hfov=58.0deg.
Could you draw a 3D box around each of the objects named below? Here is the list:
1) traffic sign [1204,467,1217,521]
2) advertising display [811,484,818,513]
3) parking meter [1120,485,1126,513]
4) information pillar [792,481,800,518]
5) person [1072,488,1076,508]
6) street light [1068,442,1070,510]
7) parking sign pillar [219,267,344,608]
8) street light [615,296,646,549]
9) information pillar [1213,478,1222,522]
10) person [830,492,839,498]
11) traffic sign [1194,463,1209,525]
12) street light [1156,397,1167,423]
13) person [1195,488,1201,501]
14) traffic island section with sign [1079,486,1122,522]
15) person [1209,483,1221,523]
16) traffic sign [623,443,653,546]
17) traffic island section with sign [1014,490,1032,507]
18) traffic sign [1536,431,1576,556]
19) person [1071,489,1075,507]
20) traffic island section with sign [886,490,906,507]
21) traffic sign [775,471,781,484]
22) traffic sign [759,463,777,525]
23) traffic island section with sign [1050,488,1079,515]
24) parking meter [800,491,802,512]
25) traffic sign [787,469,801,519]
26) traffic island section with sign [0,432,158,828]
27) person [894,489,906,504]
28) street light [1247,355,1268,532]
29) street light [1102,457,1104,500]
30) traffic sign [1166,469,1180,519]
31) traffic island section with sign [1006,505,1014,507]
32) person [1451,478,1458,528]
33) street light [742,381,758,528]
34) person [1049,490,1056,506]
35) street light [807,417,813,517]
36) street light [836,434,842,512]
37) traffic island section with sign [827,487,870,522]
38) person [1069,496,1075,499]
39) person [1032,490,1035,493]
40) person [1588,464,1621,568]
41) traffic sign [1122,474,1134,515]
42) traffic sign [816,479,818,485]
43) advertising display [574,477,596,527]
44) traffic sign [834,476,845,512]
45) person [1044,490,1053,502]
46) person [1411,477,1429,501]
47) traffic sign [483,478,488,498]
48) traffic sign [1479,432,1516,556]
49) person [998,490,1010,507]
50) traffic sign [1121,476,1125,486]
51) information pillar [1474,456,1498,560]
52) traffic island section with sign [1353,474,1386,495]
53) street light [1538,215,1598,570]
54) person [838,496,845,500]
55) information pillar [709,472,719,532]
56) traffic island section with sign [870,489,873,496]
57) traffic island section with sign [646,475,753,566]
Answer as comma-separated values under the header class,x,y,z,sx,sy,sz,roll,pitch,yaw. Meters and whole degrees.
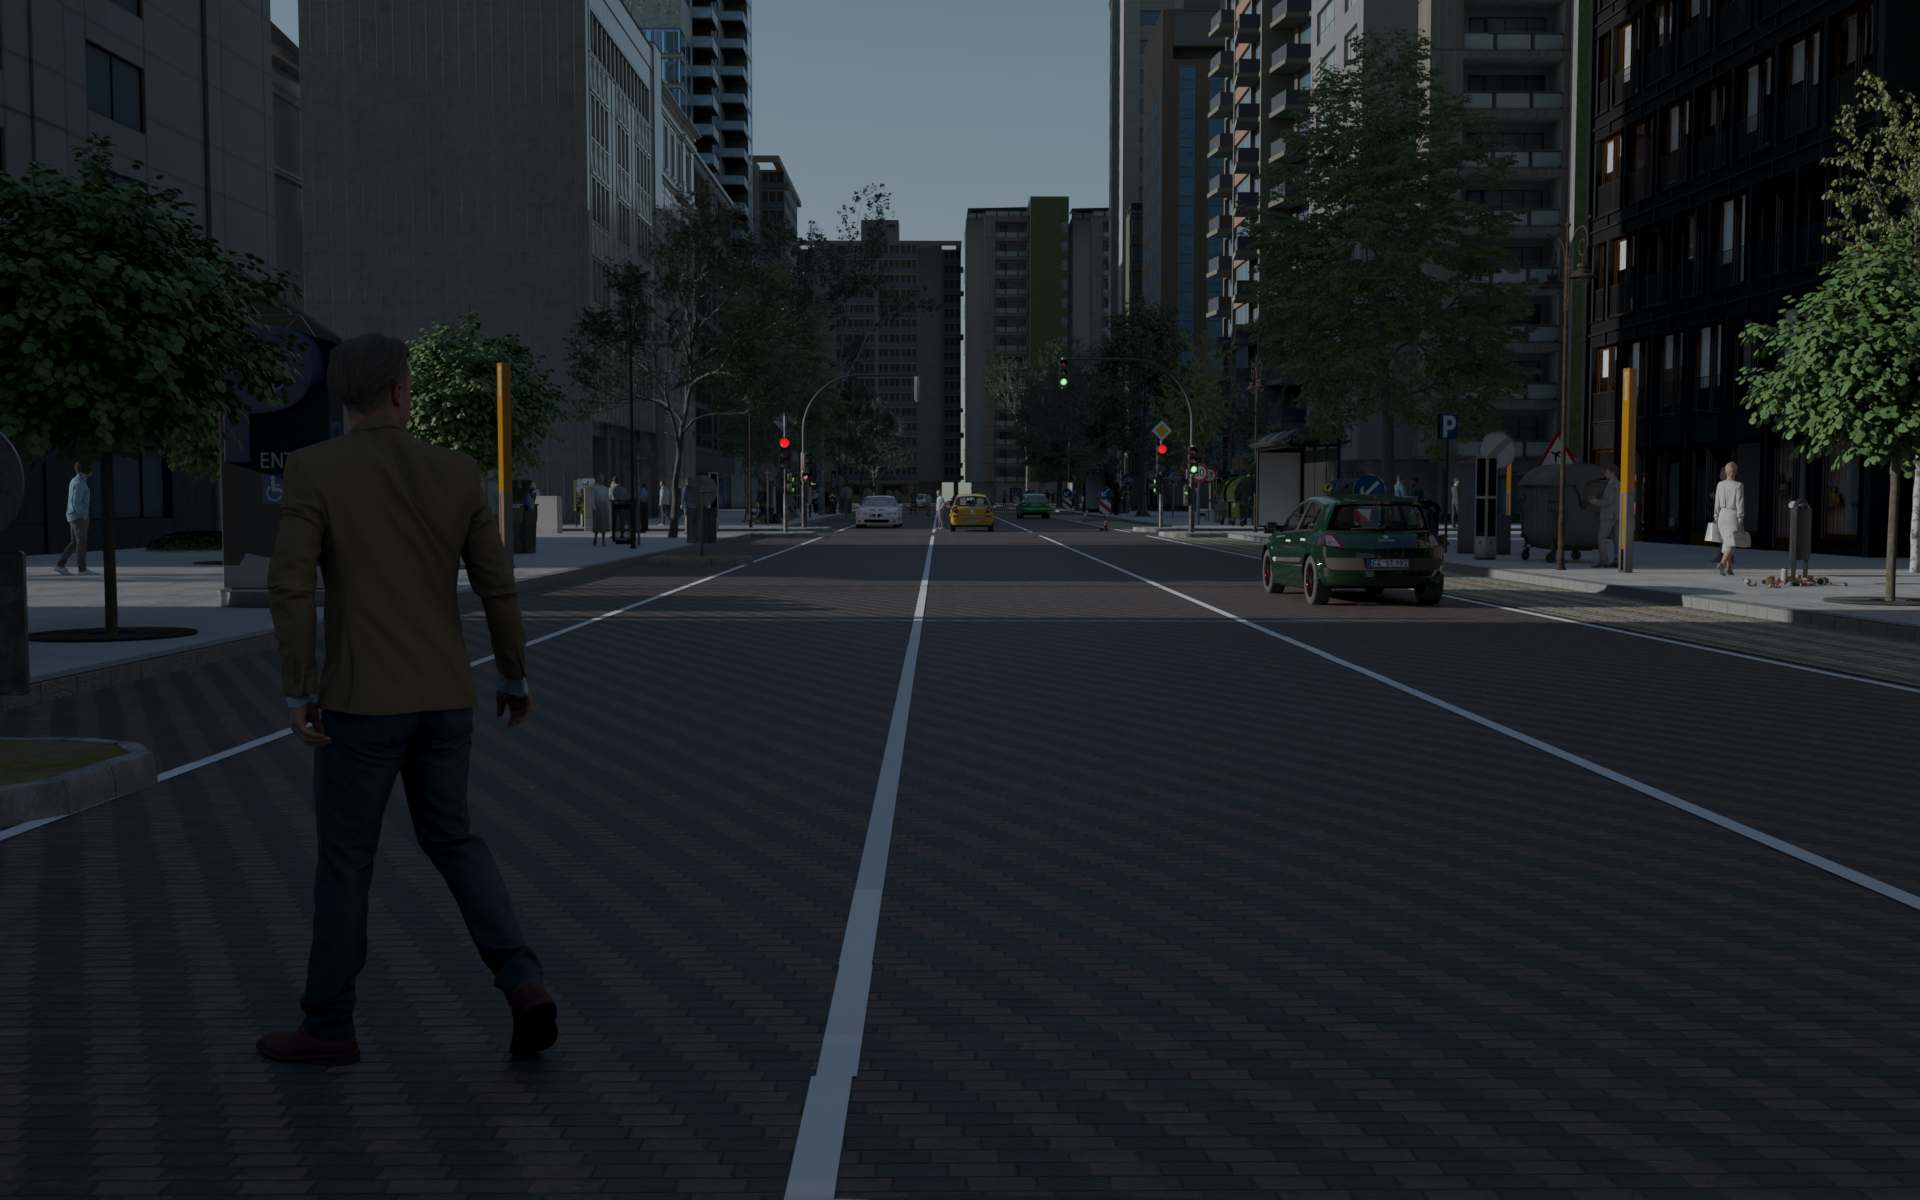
class,x,y,z,sx,sy,sz,roll,pitch,yaw
traffic sign,11.700,-4.974,81.435,0.768,2.556,0.104,0,4,4
advertising display,-9.612,-6.797,116.350,0.974,1.923,0.123,1,4,21
parking meter,10.883,-6.719,115.568,0.399,1.863,0.255,-1,4,-20
information pillar,-8.759,-5.388,92.583,0.304,2.012,0.304,2,4,28
person,10.324,-9.324,158.357,0.709,1.838,0.599,2,4,28
street light,8.866,-10.279,140.848,0.468,5.910,1.993,0,4,-1
parking sign pillar,-7.859,-1.933,20.084,1.447,3.967,1.447,0,4,3
street light,-7.685,-4.145,40.551,0.468,5.910,1.993,0,4,-1
information pillar,11.665,-4.521,78.409,0.304,2.012,0.304,-1,4,-14
person,-16.065,-12.949,220.936,1.217,1.735,0.721,1,4,9
traffic sign,9.973,-4.412,72.243,0.768,2.556,0.104,0,4,7
street light,9.555,-6.689,82.156,0.468,5.910,1.993,0,4,-1
person,19.581,-8.386,143.183,0.705,1.821,1.348,3,4,37
traffic island section with sign,7.419,-5.023,90.746,1.989,1.847,2.006,0,4,-1
person,11.498,-4.342,77.392,0.716,1.782,0.532,0,4,-2
traffic sign,-7.968,-2.616,42.885,0.768,2.556,0.104,0,4,7
traffic island section with sign,6.549,-9.761,168.220,1.989,1.847,2.006,0,4,-1
traffic sign,12.343,-2.193,35.852,0.884,2.594,0.081,0,4,0
person,11.633,-10.520,178.054,1.348,1.823,0.705,3,5,39
traffic island section with sign,-7.077,-11.422,195.372,1.989,1.847,2.006,0,4,-1
traffic sign,-9.508,-5.387,88.184,0.768,2.556,0.104,0,4,8
traffic sign,-7.856,-4.322,70.771,0.768,2.556,0.104,0,4,6
traffic island section with sign,7.122,-6.671,117.699,1.989,1.847,2.006,0,4,-1
parking meter,-11.017,-6.891,121.076,0.372,1.533,0.369,0,3,0
traffic sign,-8.545,-5.422,88.761,0.768,2.556,0.104,0,4,5
traffic island section with sign,-4.964,0.034,8.064,1.989,1.847,2.006,0,4,-1
person,-5.117,-8.289,144.005,1.348,1.826,0.705,1,4,21
street light,9.863,-5.194,57.710,0.468,5.910,1.993,0,4,-1
street light,9.227,-8.485,111.517,0.468,5.910,1.993,0,4,-1
traffic sign,11.011,-5.470,89.534,0.768,2.556,0.104,0,4,1
traffic island section with sign,6.242,-11.410,195.173,1.989,1.847,2.006,0,4,-1
person,18.820,-3.670,65.402,0.474,1.900,0.648,-1,4,-13
street light,-8.005,-5.706,66.085,0.468,5.910,1.993,0,4,-1
person,10.297,-11.333,192.060,1.217,1.735,0.721,3,4,38
street light,-8.265,-7.490,95.252,0.468,5.910,1.993,0,4,-1
street light,-8.642,-9.243,123.916,0.468,5.910,1.993,0,4,-1
traffic island section with sign,-5.896,-5.014,90.605,1.989,1.847,2.006,0,4,-1
person,9.605,-8.657,150.810,0.991,1.433,0.599,-2,4,-25
person,9.083,-12.817,215.566,1.348,1.831,0.705,1,4,13
person,11.291,-1.467,30.234,0.583,1.804,0.606,3,4,36
traffic sign,10.380,-6.546,107.133,0.768,2.556,0.104,0,4,1
traffic sign,-9.805,-7.297,121.442,0.606,2.300,0.079,1,4,9
advertising display,-14.560,-3.795,67.258,0.123,1.923,0.974,3,5,40
traffic sign,-8.507,-7.479,122.393,0.768,2.556,0.104,0,4,0
person,8.551,-9.905,168.809,1.217,1.723,0.721,2,4,30
person,14.280,-2.960,54.423,0.794,1.824,0.713,-1,4,-23
traffic sign,-9.150,-2.038,33.421,0.768,2.556,0.104,0,4,3
traffic sign,11.015,-2.171,35.594,0.768,2.556,0.104,0,4,1
person,4.761,-10.846,185.843,1.348,1.823,0.705,-1,4,-13
traffic sign,11.384,-7.400,120.987,0.884,2.594,0.081,0,4,7
information pillar,10.250,-1.789,33.750,0.304,2.012,0.304,-2,4,-32
traffic island section with sign,8.053,-1.633,35.333,1.989,1.847,2.006,0,4,-1
street light,10.139,-3.441,29.045,0.468,5.910,1.993,0,4,-1
person,-12.590,-10.959,186.017,1.217,1.735,0.721,2,4,32
information pillar,-8.349,-3.321,58.787,0.304,2.012,0.304,0,4,-6
traffic island section with sign,-6.210,-6.688,117.971,1.989,1.847,2.006,0,4,-1
traffic island section with sign,-5.274,-1.637,35.387,1.989,1.847,2.006,0,4,-1
